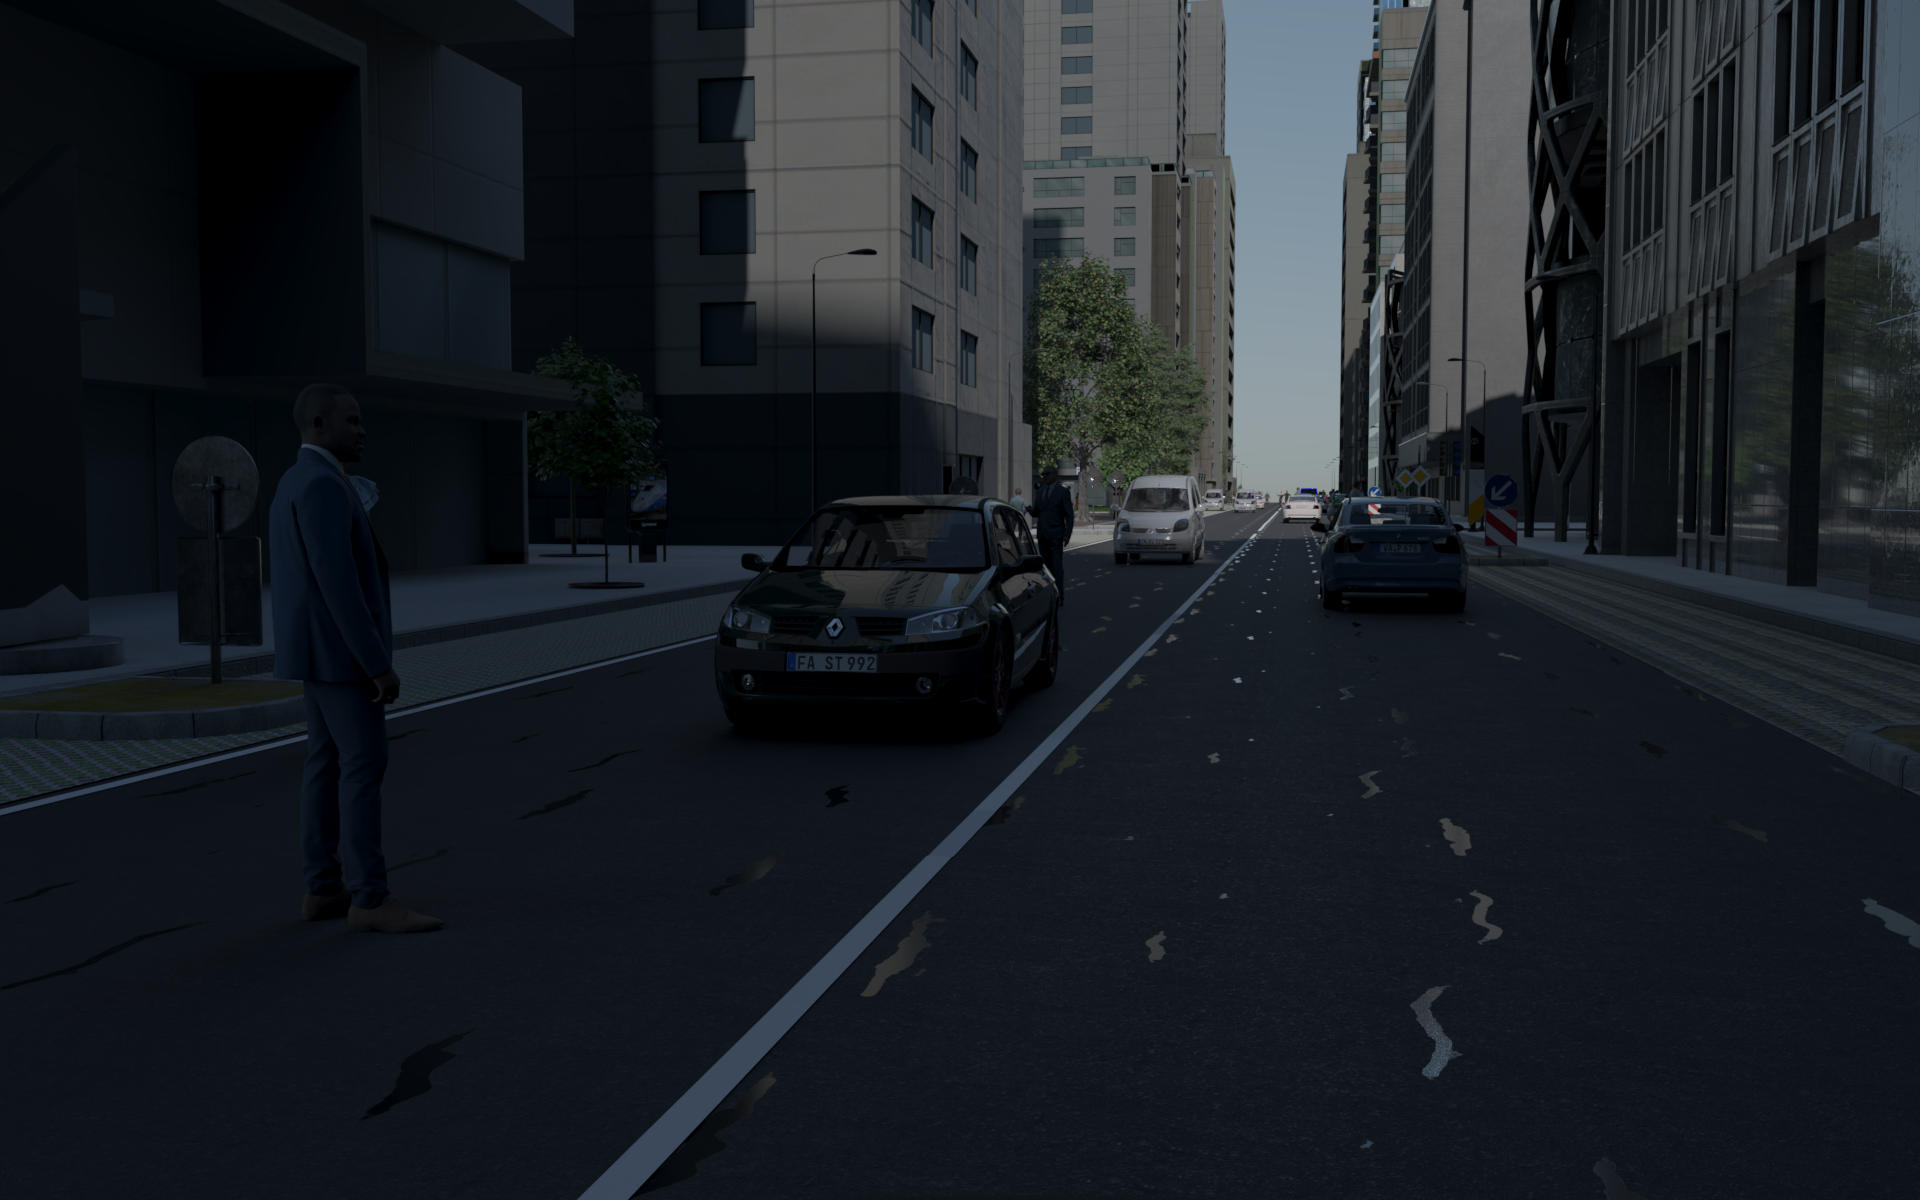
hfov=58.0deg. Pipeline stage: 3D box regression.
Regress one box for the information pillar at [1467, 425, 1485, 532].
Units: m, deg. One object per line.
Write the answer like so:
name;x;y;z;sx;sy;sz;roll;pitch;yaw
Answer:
information pillar;17.384;-4.094;58.299;0.504;3.616;0.183;1;4;21

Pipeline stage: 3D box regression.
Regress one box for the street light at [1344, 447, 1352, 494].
street light;38.758;-12.077;170.004;1.470;5.913;1.316;1;4;11

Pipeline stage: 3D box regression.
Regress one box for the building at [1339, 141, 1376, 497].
building;62.280;-37.226;232.341;21.300;48.544;21.600;1;4;11

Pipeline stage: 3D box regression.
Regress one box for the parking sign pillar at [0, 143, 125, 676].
parking sign pillar;-7.019;-1.487;12.779;1.447;3.967;1.447;0;4;2

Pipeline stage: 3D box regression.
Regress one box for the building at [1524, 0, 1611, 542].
building;24.534;-11.068;48.421;16.820;18.784;16.811;1;4;11

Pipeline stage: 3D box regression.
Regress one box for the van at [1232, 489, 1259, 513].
van;21.770;-7.645;132.003;2.013;2.044;4.112;1;4;11

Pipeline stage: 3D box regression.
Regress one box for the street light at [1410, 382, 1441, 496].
street light;19.636;-6.081;71.965;1.470;5.913;1.316;1;4;11

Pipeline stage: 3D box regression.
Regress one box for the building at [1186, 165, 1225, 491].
building;24.622;-32.214;210.285;14.154;41.232;14.086;1;4;11

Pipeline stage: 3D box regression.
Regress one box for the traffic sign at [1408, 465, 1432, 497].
traffic sign;15.791;-3.415;59.474;0.795;2.450;0.064;1;4;11

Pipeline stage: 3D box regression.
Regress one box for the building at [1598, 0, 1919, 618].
building;17.592;-12.672;25.211;12.078;24.808;19.932;1;4;11

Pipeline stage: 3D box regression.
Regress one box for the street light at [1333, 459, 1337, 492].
street light;47.629;-14.887;215.941;1.470;5.913;1.316;1;4;11

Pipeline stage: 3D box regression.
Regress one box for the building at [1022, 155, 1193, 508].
building;12.872;-23.244;151.742;14.160;30.474;14.107;1;4;11

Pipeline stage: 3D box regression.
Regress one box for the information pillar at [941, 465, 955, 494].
information pillar;-0.291;-2.370;43.246;0.304;2.012;0.304;0;4;8

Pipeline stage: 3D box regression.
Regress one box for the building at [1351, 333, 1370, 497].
building;59.343;-21.549;197.362;27.650;21.520;28.899;1;4;11

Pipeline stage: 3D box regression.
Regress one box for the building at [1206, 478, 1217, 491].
building;12.311;-30.643;192.900;32.217;40.220;23.993;1;4;11

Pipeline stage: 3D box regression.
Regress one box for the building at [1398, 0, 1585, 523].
building;30.570;-18.046;88.563;14.314;27.812;24.014;1;4;11

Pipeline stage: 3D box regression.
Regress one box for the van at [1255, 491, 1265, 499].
van;35.811;-12.358;209.062;2.013;2.044;4.112;1;4;12

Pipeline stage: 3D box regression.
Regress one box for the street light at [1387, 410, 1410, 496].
street light;24.327;-7.529;95.642;1.470;5.913;1.316;1;4;11

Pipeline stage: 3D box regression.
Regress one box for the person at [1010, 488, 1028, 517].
person;1.612;-2.321;48.255;0.589;1.601;0.330;1;4;10

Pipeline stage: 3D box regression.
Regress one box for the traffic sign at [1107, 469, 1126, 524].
traffic sign;6.270;-4.026;69.461;0.795;2.450;0.064;1;4;11

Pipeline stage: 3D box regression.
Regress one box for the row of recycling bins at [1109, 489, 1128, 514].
row of recycling bins;11.343;-6.430;112.238;3.534;1.692;1.069;2;4;26

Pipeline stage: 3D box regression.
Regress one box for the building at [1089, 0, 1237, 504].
building;31.026;-50.133;257.928;20.563;71.187;20.611;1;4;11

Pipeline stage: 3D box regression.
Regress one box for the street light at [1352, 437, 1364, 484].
street light;34.395;-10.703;147.538;1.470;5.913;1.316;1;4;11

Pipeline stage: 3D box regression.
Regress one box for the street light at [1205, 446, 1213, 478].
street light;23.905;-11.968;168.209;1.470;5.913;1.316;1;4;11

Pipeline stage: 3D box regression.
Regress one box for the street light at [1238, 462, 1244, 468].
street light;43.922;-18.289;271.557;1.470;5.913;1.316;1;4;11

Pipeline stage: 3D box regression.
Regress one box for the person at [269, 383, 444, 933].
person;-2.082;0.177;5.791;0.419;1.800;0.721;-3;5;-40

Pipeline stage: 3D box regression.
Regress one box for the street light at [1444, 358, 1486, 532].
street light;17.315;-5.296;59.132;1.470;5.913;1.316;1;4;11

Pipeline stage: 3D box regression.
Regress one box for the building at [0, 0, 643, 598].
building;-21.418;-26.280;18.912;28.713;52.752;27.495;1;4;11

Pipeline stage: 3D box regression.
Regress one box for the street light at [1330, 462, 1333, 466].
street light;49.961;-15.693;229.113;1.470;5.913;1.316;1;4;11

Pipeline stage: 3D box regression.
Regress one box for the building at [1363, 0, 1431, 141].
building;68.944;-57.780;257.369;22.319;86.520;31.000;1;4;11

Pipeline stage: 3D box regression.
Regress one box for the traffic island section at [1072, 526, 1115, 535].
traffic island section;4.729;-2.410;61.686;2.009;0.180;2.903;1;4;11

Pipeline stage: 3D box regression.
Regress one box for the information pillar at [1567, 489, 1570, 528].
information pillar;22.908;-3.741;65.662;0.304;2.012;0.304;-3;5;-40

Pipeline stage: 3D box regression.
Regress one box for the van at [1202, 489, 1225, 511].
van;21.791;-8.670;148.765;2.013;2.044;4.112;1;4;10

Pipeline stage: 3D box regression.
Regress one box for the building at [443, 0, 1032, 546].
building;-9.492;-37.521;51.715;20.611;71.187;20.563;1;4;11

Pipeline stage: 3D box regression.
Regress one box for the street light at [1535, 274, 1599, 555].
street light;12.863;-3.923;36.683;1.470;5.913;1.316;1;4;11

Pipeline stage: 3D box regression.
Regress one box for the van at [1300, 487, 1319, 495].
van;35.611;-10.558;177.007;2.240;2.365;5.245;1;4;10

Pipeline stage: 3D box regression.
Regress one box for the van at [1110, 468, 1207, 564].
van;4.275;-1.826;36.859;2.013;2.044;4.112;1;4;12

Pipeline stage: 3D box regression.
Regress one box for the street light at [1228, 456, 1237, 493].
street light;35.197;-15.524;226.354;1.470;5.913;1.316;1;4;11

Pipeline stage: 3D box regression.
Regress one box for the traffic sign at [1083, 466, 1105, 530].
traffic sign;4.754;-3.546;61.620;0.795;2.450;0.064;1;4;11

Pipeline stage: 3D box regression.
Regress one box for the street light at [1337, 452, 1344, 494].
street light;43.004;-13.453;192.492;1.470;5.913;1.316;1;4;11

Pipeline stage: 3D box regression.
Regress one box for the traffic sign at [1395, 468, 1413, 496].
traffic sign;17.306;-3.894;67.314;0.795;2.450;0.064;1;4;11

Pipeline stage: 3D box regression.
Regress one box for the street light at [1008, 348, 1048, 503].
street light;2.112;-5.072;55.472;1.470;5.913;1.316;1;4;11

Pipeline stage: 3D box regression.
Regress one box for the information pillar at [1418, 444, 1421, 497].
information pillar;21.580;-5.509;81.420;0.183;3.616;0.504;1;4;18

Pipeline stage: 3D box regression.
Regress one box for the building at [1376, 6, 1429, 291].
building;42.867;-28.449;148.741;14.154;41.232;14.086;1;4;11

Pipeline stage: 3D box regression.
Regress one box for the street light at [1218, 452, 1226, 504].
street light;28.239;-13.342;190.680;1.470;5.913;1.316;1;4;11

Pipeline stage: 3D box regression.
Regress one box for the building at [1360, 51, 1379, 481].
building;50.778;-31.457;168.941;22.147;44.769;28.867;1;4;11

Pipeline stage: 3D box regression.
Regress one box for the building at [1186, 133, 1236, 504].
building;26.477;-37.539;237.463;21.300;48.544;21.600;1;4;11

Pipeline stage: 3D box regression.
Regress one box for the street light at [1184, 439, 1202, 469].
street light;19.384;-10.554;145.095;1.470;5.913;1.316;1;4;11

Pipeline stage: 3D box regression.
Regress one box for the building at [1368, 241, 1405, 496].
building;36.711;-16.906;131.160;10.420;20.320;16.860;1;4;11

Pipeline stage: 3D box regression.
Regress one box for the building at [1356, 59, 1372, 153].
building;73.054;-51.684;283.278;20.563;71.187;20.611;1;4;11

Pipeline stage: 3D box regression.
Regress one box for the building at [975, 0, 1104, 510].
building;13.674;-44.646;168.208;20.563;71.187;20.611;1;4;11

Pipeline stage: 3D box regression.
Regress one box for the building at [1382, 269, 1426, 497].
building;36.502;-15.088;114.133;16.820;18.784;16.811;1;4;11

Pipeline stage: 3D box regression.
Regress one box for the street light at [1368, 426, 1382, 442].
street light;28.667;-8.905;118.132;1.470;5.913;1.316;1;4;11

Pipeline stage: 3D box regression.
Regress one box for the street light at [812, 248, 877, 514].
street light;-2.254;-3.698;33.007;1.470;5.913;1.316;1;4;11
